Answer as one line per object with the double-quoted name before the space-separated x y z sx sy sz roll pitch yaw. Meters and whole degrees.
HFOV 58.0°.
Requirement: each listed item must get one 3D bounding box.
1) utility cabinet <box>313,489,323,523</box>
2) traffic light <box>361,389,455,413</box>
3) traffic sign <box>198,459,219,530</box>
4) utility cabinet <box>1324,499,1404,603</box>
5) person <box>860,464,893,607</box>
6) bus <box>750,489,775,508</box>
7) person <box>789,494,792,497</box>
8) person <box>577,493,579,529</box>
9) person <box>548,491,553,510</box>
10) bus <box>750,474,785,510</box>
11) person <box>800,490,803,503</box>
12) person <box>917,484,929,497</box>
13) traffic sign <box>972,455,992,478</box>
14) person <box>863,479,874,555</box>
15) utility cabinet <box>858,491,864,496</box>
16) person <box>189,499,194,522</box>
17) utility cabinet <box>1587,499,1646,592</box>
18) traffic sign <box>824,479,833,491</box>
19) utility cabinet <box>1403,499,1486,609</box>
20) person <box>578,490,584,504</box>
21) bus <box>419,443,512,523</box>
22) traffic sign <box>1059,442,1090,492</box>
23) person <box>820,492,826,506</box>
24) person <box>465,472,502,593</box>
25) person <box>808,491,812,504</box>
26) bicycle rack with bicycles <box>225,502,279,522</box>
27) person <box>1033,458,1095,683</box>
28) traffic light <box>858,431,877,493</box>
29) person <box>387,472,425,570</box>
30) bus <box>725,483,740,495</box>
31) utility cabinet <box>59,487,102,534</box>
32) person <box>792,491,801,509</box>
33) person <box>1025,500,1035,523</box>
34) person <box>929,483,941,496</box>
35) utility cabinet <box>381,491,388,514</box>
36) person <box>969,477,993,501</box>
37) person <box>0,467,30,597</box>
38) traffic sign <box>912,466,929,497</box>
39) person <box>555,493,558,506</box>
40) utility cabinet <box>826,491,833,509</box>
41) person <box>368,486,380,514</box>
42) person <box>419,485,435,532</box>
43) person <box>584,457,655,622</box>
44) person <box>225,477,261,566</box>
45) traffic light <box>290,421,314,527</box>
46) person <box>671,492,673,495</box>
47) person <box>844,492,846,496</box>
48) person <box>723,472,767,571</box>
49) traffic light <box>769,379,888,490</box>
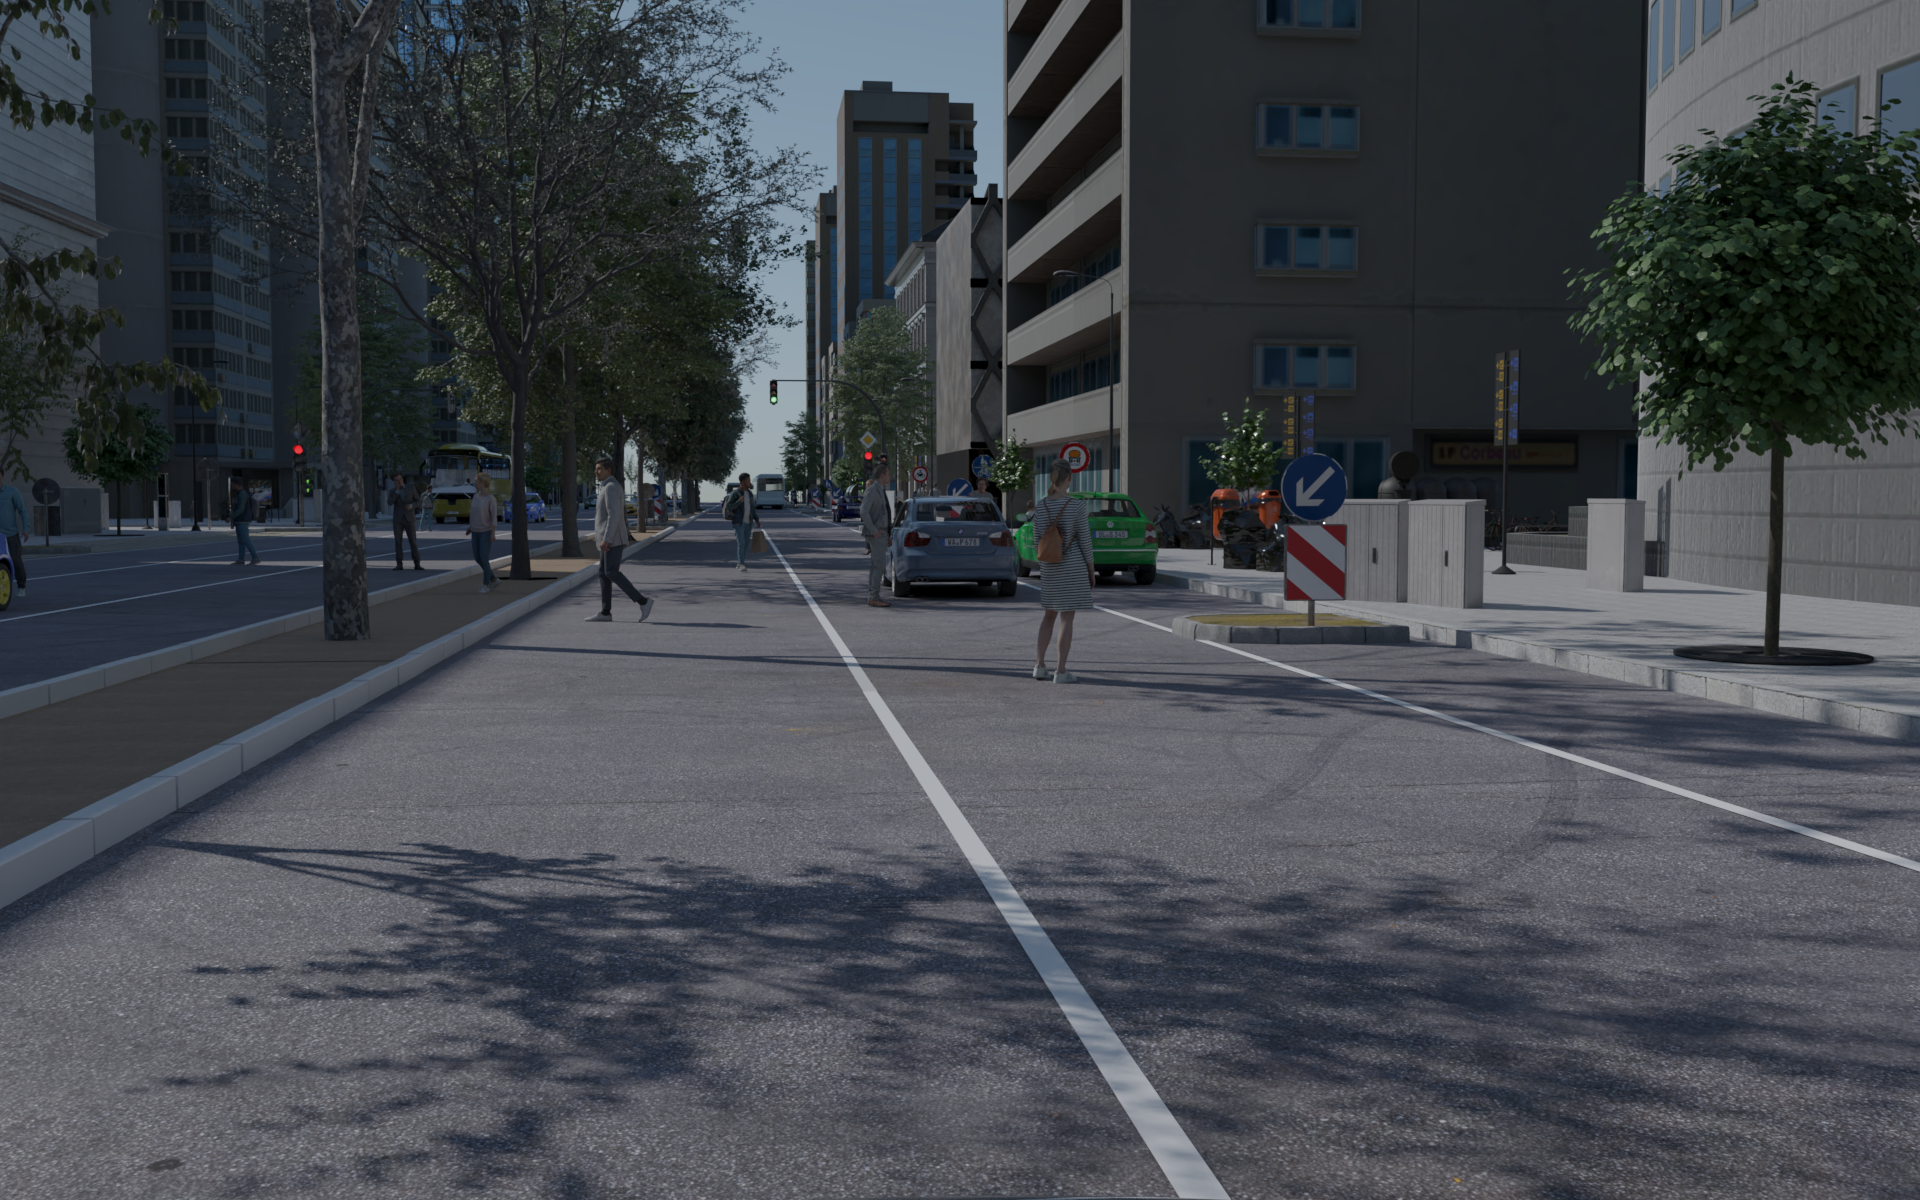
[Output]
"utility cabinet" -28.631 -4.203 77.400 0.318 1.500 1.173 -1 4 -10
"traffic light" -24.234 -6.119 74.715 4.771 5.953 1.251 0 4 -7
"traffic sign" -27.069 -3.810 62.397 0.768 2.556 0.104 0 4 -3
"utility cabinet" 4.883 -0.592 20.839 1.020 1.237 0.306 3 5 44
"person" -1.053 -0.829 22.158 0.391 1.810 0.635 0 4 5
"bus" -20.056 -11.205 178.067 2.948 3.499 13.247 0 4 -8
"person" -30.008 -18.606 310.341 1.348 1.812 0.705 -2 4 -30
"person" -15.926 -3.828 71.276 0.419 1.800 0.721 2 4 24
"person" -37.491 -9.148 158.852 0.721 1.735 1.217 -1 4 -8
"bus" -18.224 -10.339 163.907 2.948 3.499 13.247 -1 4 -9
"person" -22.120 -14.522 243.620 0.705 1.807 1.348 -2 4 -33
"person" -1.850 -4.920 86.670 0.473 1.802 0.592 -2 4 -29
"traffic sign" 0.781 -3.449 56.502 0.768 2.556 0.104 0 4 -2
"person" -2.050 -1.941 40.654 0.534 1.772 0.576 -2 4 -28
"utility cabinet" -5.816 -6.115 108.659 1.173 1.500 0.318 -3 4 -38
"person" -35.393 -4.226 80.155 0.382 1.210 0.505 0 4 4
"utility cabinet" 8.739 -0.729 23.081 0.306 1.237 1.020 0 4 -7
"traffic sign" -11.250 -9.036 147.846 0.768 2.556 0.104 0 4 -1
"utility cabinet" 5.555 -0.531 19.842 0.306 1.237 1.020 -1 4 -23
"person" -51.319 -13.971 234.479 1.348 1.822 0.705 3 5 42
"bus" -24.753 -5.880 87.679 2.896 3.916 12.252 0 4 -7
"traffic sign" 2.807 -2.596 42.543 0.768 2.556 0.104 0 4 0
"person" -14.982 -11.105 187.689 1.350 1.814 0.705 -1 4 -13
"person" -6.877 -0.972 25.063 0.731 1.740 0.598 2 4 26
"person" -19.704 -13.495 227.610 0.541 1.710 0.530 0 4 6
"bicycle rack with bicycles" -33.115 -4.109 80.556 2.852 0.926 2.925 0 4 1
"person" 0.763 -0.224 13.166 0.512 1.701 0.522 2 4 24
"traffic light" -4.118 -5.403 77.253 0.839 4.253 0.868 0 4 -7
"person" -10.409 -1.481 32.521 0.655 1.846 0.447 -1 4 -17
"bus" -36.816 -17.600 282.615 2.948 3.499 13.247 0 4 -8
"utility cabinet" -28.092 -2.853 55.329 0.318 1.500 1.173 3 4 37
"person" -15.856 -9.684 167.623 1.217 1.735 0.721 3 4 37
"person" 1.499 -1.434 36.200 0.306 1.304 0.590 0 4 -2
"person" -1.118 -4.477 79.438 0.606 1.804 0.583 1 4 13
"utility cabinet" -35.780 -6.116 108.675 0.318 1.500 1.173 2 4 28
"person" 0.343 -1.588 34.824 0.716 1.782 0.532 -1 4 -10
"person" -13.163 -0.940 23.896 0.660 1.820 0.620 -1 4 -14
"traffic sign" -1.796 -4.786 78.365 0.768 2.556 0.104 0 4 -2
"person" -43.554 -10.892 187.345 0.599 1.433 0.991 0 4 -6
"utility cabinet" -10.715 -8.203 142.796 0.318 1.500 1.173 -1 4 -18
"person" -37.891 -6.483 111.951 0.836 1.842 0.656 -3 4 -36
"person" -20.346 -3.507 66.191 0.623 1.781 0.721 0 4 6
"person" -3.824 -0.676 19.401 0.795 1.843 0.661 0 4 -6
"person" -14.407 -1.584 34.743 0.721 1.781 0.623 -2 4 -35
"traffic light" -25.287 -4.745 66.496 0.839 4.253 0.868 0 4 -7
"person" -47.464 -16.950 286.144 1.217 1.766 0.721 -2 4 -35
"person" -10.058 -9.068 154.974 0.551 1.740 0.621 -1 4 -20
"person" -3.927 -1.423 31.756 0.794 1.824 0.713 -2 4 -32
"traffic light" -5.171 -5.765 68.927 4.771 5.953 1.251 0 4 -7
